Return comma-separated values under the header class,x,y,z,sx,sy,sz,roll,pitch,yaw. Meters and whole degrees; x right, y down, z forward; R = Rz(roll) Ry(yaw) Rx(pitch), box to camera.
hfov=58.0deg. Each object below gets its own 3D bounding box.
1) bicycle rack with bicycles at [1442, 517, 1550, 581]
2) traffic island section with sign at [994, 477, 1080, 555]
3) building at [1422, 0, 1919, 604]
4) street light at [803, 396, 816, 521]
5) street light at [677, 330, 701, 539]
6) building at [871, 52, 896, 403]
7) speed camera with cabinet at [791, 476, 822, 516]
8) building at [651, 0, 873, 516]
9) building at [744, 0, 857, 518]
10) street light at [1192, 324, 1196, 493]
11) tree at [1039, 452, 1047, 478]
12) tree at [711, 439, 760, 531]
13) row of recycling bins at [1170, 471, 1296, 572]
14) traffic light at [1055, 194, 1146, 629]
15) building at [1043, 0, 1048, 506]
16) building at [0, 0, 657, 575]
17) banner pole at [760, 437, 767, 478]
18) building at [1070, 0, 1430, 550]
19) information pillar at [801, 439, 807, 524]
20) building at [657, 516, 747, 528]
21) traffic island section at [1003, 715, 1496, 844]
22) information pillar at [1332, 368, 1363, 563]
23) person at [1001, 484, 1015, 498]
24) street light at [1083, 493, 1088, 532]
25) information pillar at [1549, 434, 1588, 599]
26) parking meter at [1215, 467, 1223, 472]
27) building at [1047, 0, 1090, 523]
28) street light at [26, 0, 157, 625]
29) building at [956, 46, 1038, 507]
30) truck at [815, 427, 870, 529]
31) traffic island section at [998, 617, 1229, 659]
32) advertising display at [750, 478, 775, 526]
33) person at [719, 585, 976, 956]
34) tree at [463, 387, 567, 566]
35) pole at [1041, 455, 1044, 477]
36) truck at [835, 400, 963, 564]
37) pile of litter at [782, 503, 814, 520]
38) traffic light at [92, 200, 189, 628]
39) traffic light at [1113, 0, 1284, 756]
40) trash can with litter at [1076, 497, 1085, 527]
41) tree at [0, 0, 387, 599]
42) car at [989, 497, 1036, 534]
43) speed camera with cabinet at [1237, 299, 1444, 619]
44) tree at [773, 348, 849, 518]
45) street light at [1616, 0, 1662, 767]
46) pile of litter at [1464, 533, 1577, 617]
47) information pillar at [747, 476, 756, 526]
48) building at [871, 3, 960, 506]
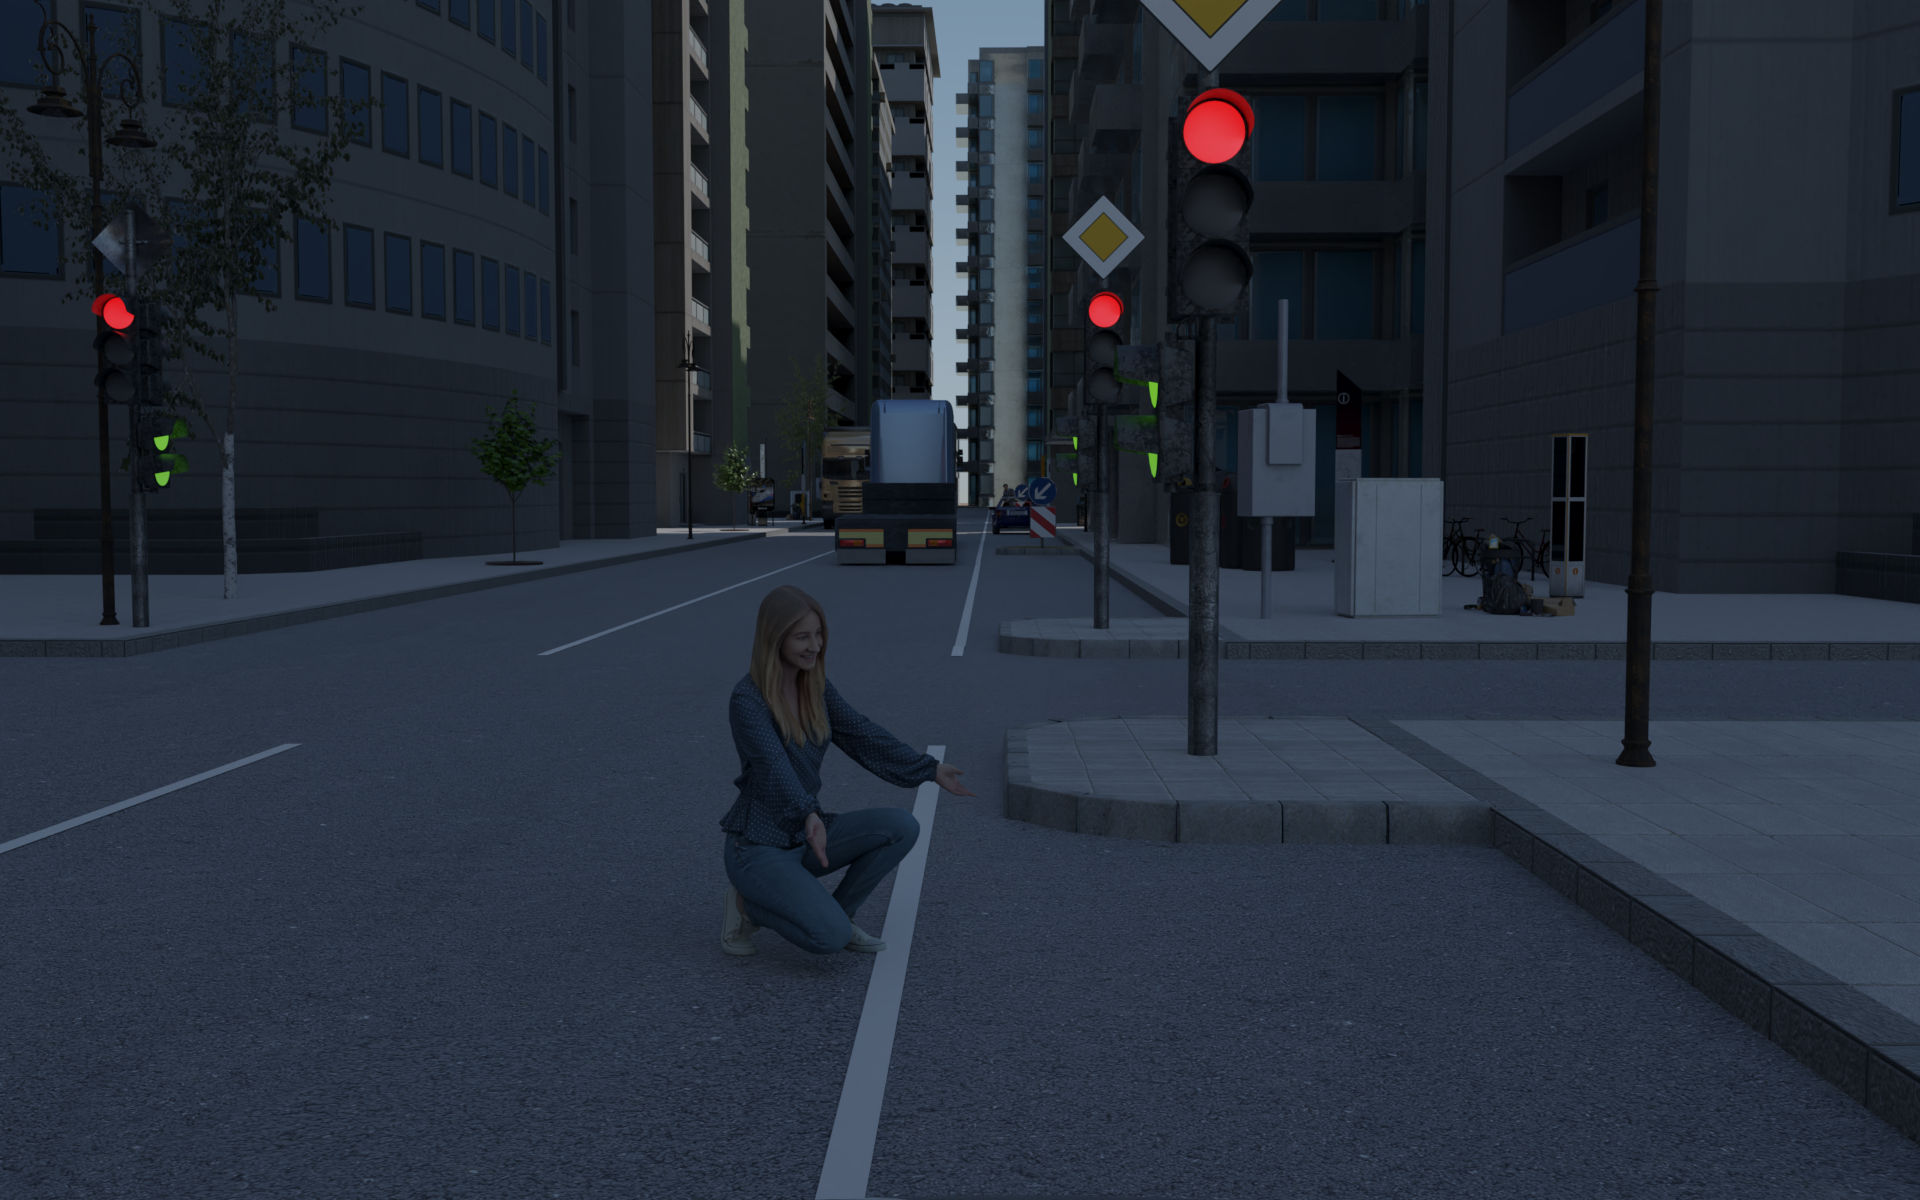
class,x,y,z,sx,sy,sz,roll,pitch,yaw
bicycle rack with bicycles,7.418,-0.789,26.283,2.852,0.926,2.925,-1,4,-17
traffic island section with sign,1.849,-2.006,41.422,1.989,1.847,2.006,0,4,1
building,23.298,-29.521,24.662,28.212,58.520,21.231,0,4,1
street light,-7.077,-6.661,81.696,0.468,5.910,1.993,0,4,1
street light,-7.663,-4.665,49.064,0.468,5.910,1.993,0,4,1
building,-17.901,-28.133,151.852,23.993,40.220,32.217,0,4,1
speed camera with cabinet,-7.902,-5.943,91.512,2.038,3.252,0.660,-1,4,-14
building,-13.528,-26.693,120.021,14.154,41.232,14.086,0,4,1
building,-17.618,-29.258,102.063,21.300,48.544,21.600,0,4,1
street light,3.585,-3.268,26.221,0.468,5.910,1.993,0,4,1
tree,6.016,-6.827,95.336,4.285,4.588,4.351,0,3,0
tree,-7.745,-4.016,60.264,1.663,3.219,1.824,0,3,0
row of recycling bins,4.758,-1.420,30.331,1.069,1.692,3.534,-1,4,-20
traffic light,1.331,-1.682,16.419,0.839,4.253,0.868,0,4,1
building,16.532,-35.632,124.581,21.231,58.520,28.212,0,4,1
building,-20.094,-30.325,37.809,21.231,58.520,28.212,0,4,1
banner pole,-8.611,-5.265,76.094,0.401,3.779,0.863,-2,4,-29
building,14.723,-26.387,51.028,23.786,49.044,30.456,0,4,1
information pillar,-6.652,-5.030,73.591,0.183,3.616,0.504,0,4,3
building,-16.221,-23.472,67.363,14.154,41.232,14.086,0,4,1
traffic island section,1.219,0.840,8.548,2.009,0.180,2.903,0,4,1
information pillar,7.222,-2.502,32.262,0.504,3.616,0.183,1,4,23
person,1.958,-3.776,70.043,0.655,1.846,0.447,3,4,37
street light,4.258,-5.243,58.516,0.468,5.910,1.993,0,4,1
information pillar,7.466,-1.025,21.257,0.304,2.012,0.304,-1,4,-23
parking meter,5.346,-1.874,36.357,0.255,1.863,0.399,3,5,44
building,11.115,-18.972,81.894,14.160,30.474,14.107,0,4,1
street light,-8.352,-2.694,16.830,0.468,5.910,1.993,0,4,1
building,14.857,-34.635,185.887,30.456,49.044,23.786,0,4,1
truck,-4.460,-5.217,74.211,2.839,4.237,11.283,0,4,-1
traffic island section,1.371,0.352,16.532,2.009,0.180,2.903,0,4,1
advertising display,-7.848,-3.892,68.843,0.974,1.923,0.123,0,4,7
person,-0.361,0.526,5.402,0.738,1.151,1.012,3,4,38
tree,-7.966,-2.251,31.401,1.663,3.219,1.824,0,3,0
pole,4.348,-5.946,91.058,0.158,3.312,0.155,0,3,0
truck,-1.334,-3.297,43.663,2.967,4.110,18.799,0,4,0
pile of litter,-8.093,-4.377,85.524,1.719,0.858,1.176,1,4,17
traffic light,-7.879,-1.692,16.578,0.839,4.253,0.868,0,4,1
traffic light,1.179,-1.194,8.435,0.839,4.253,0.868,0,4,1
trash can with litter,4.924,-3.501,68.633,0.624,1.170,1.055,0,4,-2
tree,-9.167,-4.317,20.944,4.360,8.622,3.978,0,3,0
car,2.032,-3.076,62.875,1.945,1.354,3.894,0,4,0
speed camera with cabinet,3.948,-1.447,17.990,2.038,3.252,0.660,0,4,-7
tree,-7.658,-8.429,88.172,4.737,8.622,4.395,0,3,0
street light,3.204,-2.156,8.033,0.468,5.910,1.993,0,4,1
pile of litter,6.114,-0.300,18.877,1.176,0.858,1.719,1,4,15
information pillar,-8.477,-4.032,70.413,0.304,2.012,0.304,-1,4,-20
building,-14.061,-36.683,189.008,27.495,52.752,28.713,0,4,1
